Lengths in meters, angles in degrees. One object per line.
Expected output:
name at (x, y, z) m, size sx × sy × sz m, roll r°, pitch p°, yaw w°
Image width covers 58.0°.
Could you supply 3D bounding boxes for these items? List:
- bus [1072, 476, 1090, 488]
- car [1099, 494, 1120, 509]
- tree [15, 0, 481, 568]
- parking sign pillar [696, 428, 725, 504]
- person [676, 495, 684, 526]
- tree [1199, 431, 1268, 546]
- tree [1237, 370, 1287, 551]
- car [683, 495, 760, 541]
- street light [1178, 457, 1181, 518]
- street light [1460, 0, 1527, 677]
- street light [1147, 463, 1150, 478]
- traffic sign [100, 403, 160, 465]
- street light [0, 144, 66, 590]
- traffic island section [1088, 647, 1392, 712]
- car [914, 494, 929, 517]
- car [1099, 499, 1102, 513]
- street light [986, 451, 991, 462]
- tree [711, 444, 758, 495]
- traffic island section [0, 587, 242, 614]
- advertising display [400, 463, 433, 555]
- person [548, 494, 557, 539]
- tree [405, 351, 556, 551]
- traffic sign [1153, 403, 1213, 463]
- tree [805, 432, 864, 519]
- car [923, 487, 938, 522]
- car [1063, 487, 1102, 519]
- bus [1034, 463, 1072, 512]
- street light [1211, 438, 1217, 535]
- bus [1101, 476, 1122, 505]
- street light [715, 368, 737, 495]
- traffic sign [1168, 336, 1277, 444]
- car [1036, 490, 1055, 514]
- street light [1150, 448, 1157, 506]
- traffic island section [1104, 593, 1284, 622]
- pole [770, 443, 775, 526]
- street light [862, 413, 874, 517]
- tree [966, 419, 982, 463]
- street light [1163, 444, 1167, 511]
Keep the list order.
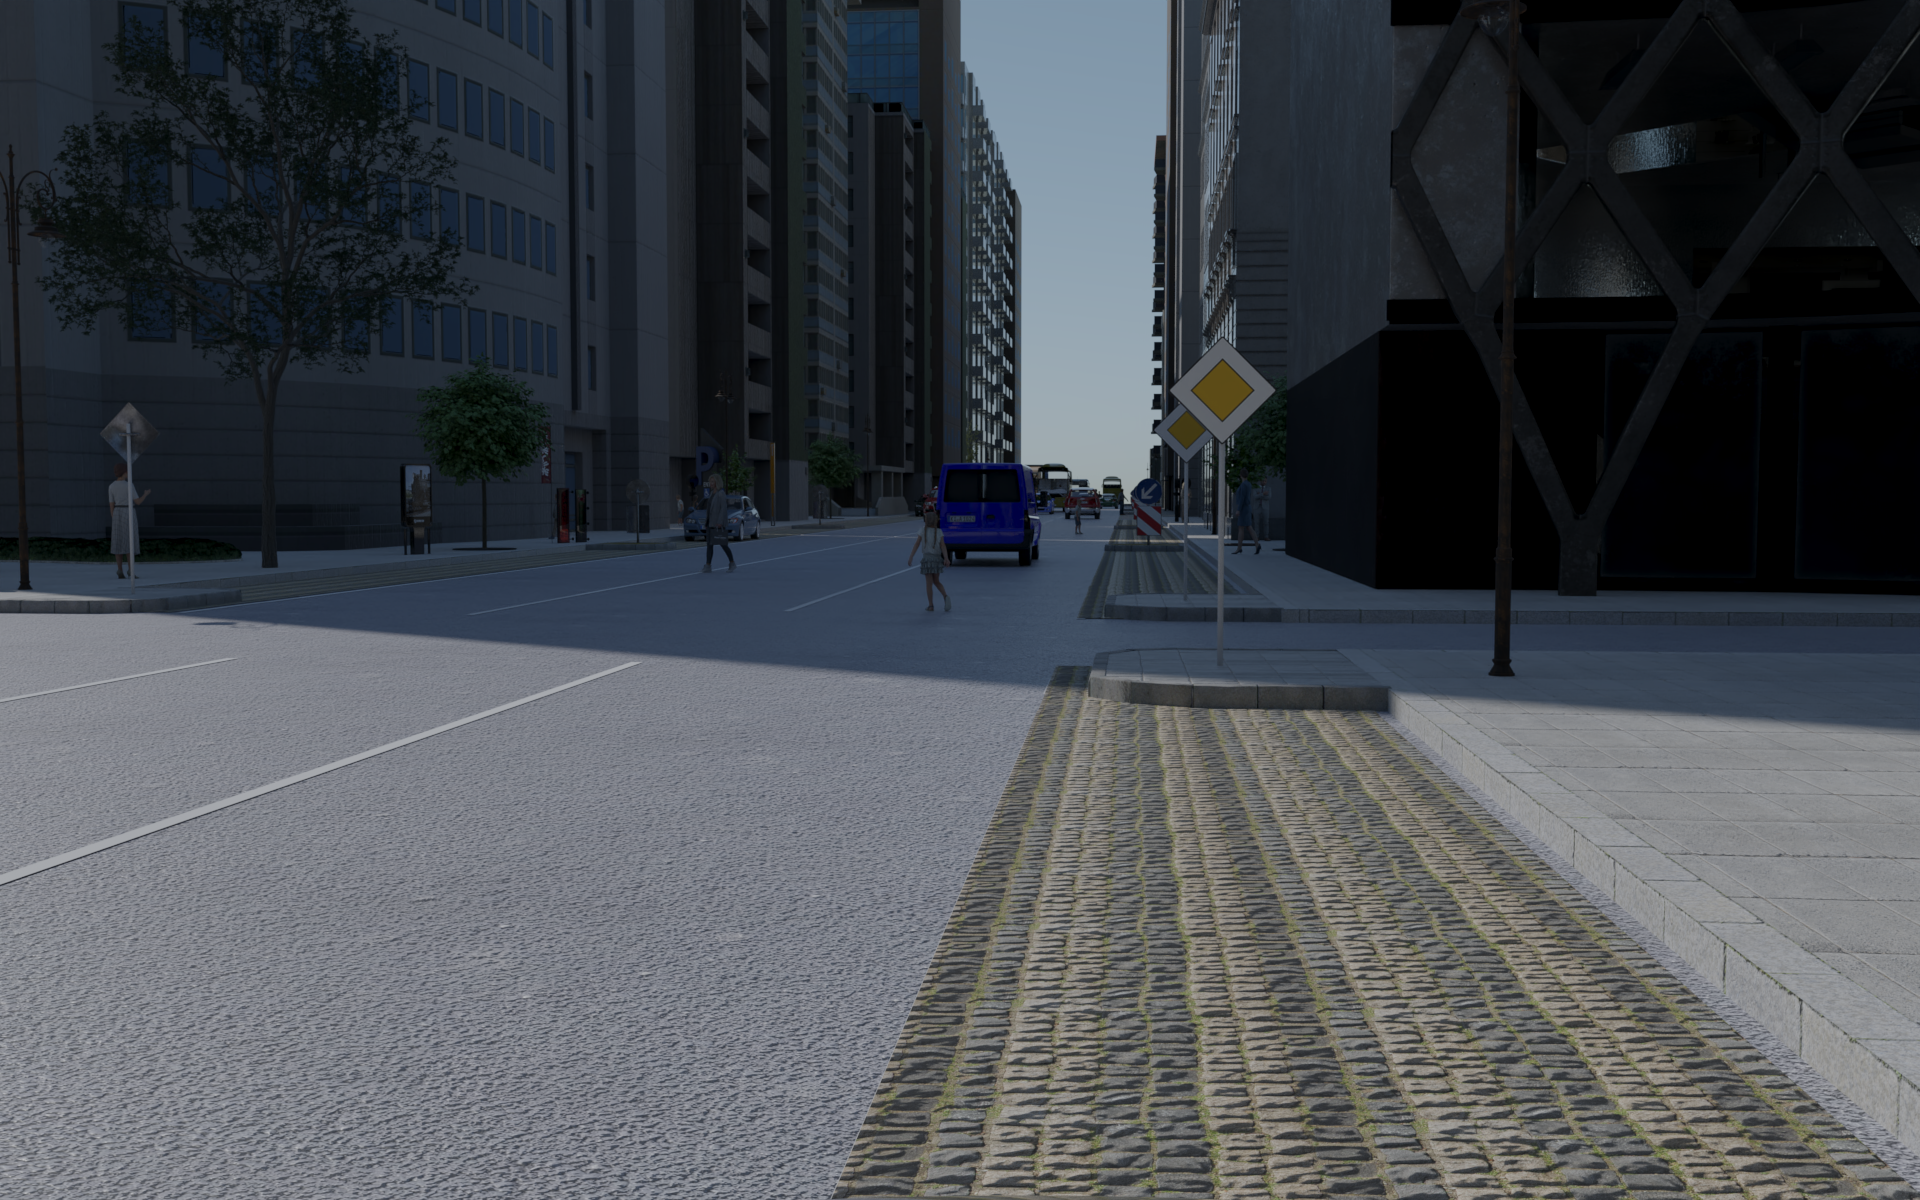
bus at (14.103, -12.956, 206.685) m, size 2.948 × 3.499 × 13.247 m, roll 0°, pitch 4°, yaw 5°
car at (14.374, -9.531, 167.637) m, size 2.131 × 1.459 × 4.920 m, roll 0°, pitch 4°, yaw 7°
tree at (-12.066, -5.814, 29.469) m, size 8.767 × 10.594 × 7.601 m, roll 0°, pitch 4°, yaw 5°
parking sign pillar at (-10.148, -5.009, 70.367) m, size 1.447 × 3.967 × 1.447 m, roll 3°, pitch 5°, yaw 41°
person at (-11.172, -3.567, 69.054) m, size 0.352 × 1.250 × 0.332 m, roll 1°, pitch 4°, yaw 15°
tree at (7.043, -2.954, 42.895) m, size 1.663 × 3.219 × 1.824 m, roll 0°, pitch 3°, yaw 0°
tree at (7.905, -3.393, 39.188) m, size 4.285 × 4.588 × 4.351 m, roll 0°, pitch 3°, yaw 0°
car at (-7.319, -2.547, 53.653) m, size 2.014 × 1.417 × 4.499 m, roll 0°, pitch 4°, yaw 4°
street light at (11.995, -7.445, 94.509) m, size 0.468 × 5.910 × 1.993 m, roll 0°, pitch 4°, yaw 6°
street light at (3.831, -2.403, 12.070) m, size 0.468 × 5.910 × 1.993 m, roll 0°, pitch 4°, yaw 6°
street light at (23.630, -14.755, 214.032) m, size 0.468 × 5.910 × 1.993 m, roll 0°, pitch 4°, yaw 6°
traffic sign at (-10.594, -1.219, 22.122) m, size 0.795 × 2.593 × 0.064 m, roll 0°, pitch 4°, yaw 6°
street light at (-12.542, -3.074, 23.056) m, size 0.468 × 5.910 × 1.993 m, roll 0°, pitch 4°, yaw 6°
traffic island section at (1.985, 0.571, 12.940) m, size 2.009 × 0.180 × 2.903 m, roll 0°, pitch 4°, yaw 6°
car at (-1.843, -6.138, 110.140) m, size 2.009 × 1.686 × 4.222 m, roll 0°, pitch 4°, yaw 5°
car at (8.679, -6.626, 117.919) m, size 1.945 × 1.707 × 3.694 m, roll 0°, pitch 4°, yaw 7°
street light at (2.950, -12.784, 181.813) m, size 0.468 × 5.910 × 1.993 m, roll 0°, pitch 4°, yaw 6°
tree at (-8.535, -4.374, 66.124) m, size 1.663 × 3.219 × 1.824 m, roll 0°, pitch 3°, yaw 0°
traffic island section at (-10.619, 0.005, 22.191) m, size 2.009 × 0.180 × 2.903 m, roll 0°, pitch 4°, yaw 6°
advertising display at (-11.532, -1.929, 36.756) m, size 0.123 × 1.923 × 0.974 m, roll 1°, pitch 4°, yaw 17°
person at (-11.425, -2.387, 49.342) m, size 0.475 × 1.303 × 0.640 m, roll 3°, pitch 4°, yaw 36°
tree at (-11.042, -3.429, 39.774) m, size 4.285 × 4.588 × 4.351 m, roll 0°, pitch 3°, yaw 0°
traffic sign at (2.735, -1.139, 20.807) m, size 0.795 × 2.593 × 0.064 m, roll 0°, pitch 4°, yaw 6°
tree at (-6.749, -6.468, 89.467) m, size 4.285 × 4.588 × 4.351 m, roll 0°, pitch 3°, yaw 0°
car at (-0.745, -5.008, 90.556) m, size 2.281 × 1.827 × 5.304 m, roll 0°, pitch 4°, yaw 4°
car at (7.102, -5.613, 100.438) m, size 2.281 × 1.827 × 5.304 m, roll 0°, pitch 4°, yaw 4°
bus at (7.761, -9.170, 141.476) m, size 2.896 × 3.916 × 12.252 m, roll 0°, pitch 4°, yaw 5°
street light at (8.028, -5.002, 54.574) m, size 0.468 × 5.910 × 1.993 m, roll 0°, pitch 4°, yaw 6°
bus at (20.973, -15.144, 239.149) m, size 2.896 × 3.916 × 12.252 m, roll 0°, pitch 4°, yaw 5°
street light at (-8.570, -5.553, 63.574) m, size 0.468 × 5.910 × 1.993 m, roll 0°, pitch 4°, yaw 6°
traffic sign at (1.961, -0.653, 12.860) m, size 0.795 × 2.593 × 0.064 m, roll 0°, pitch 4°, yaw 6°
car at (5.767, -6.922, 122.763) m, size 1.945 × 1.707 × 3.694 m, roll 0°, pitch 4°, yaw 6°
street light at (19.317, -12.125, 171.027) m, size 0.468 × 5.910 × 1.993 m, roll 0°, pitch 4°, yaw 6°
traffic island section at (2.759, 0.085, 20.888) m, size 2.009 × 0.180 × 2.903 m, roll 0°, pitch 4°, yaw 6°
pole at (-7.463, -4.600, 69.060) m, size 0.158 × 3.312 × 0.155 m, roll 0°, pitch 3°, yaw 0°
street light at (-5.253, -7.701, 98.699) m, size 0.468 × 5.910 × 1.993 m, roll 0°, pitch 4°, yaw 6°
tree at (0.242, -13.360, 168.796) m, size 4.737 × 8.622 × 4.395 m, roll 0°, pitch 3°, yaw 0°
street light at (15.572, -9.681, 131.070) m, size 0.468 × 5.910 × 1.993 m, roll 0°, pitch 4°, yaw 6°
